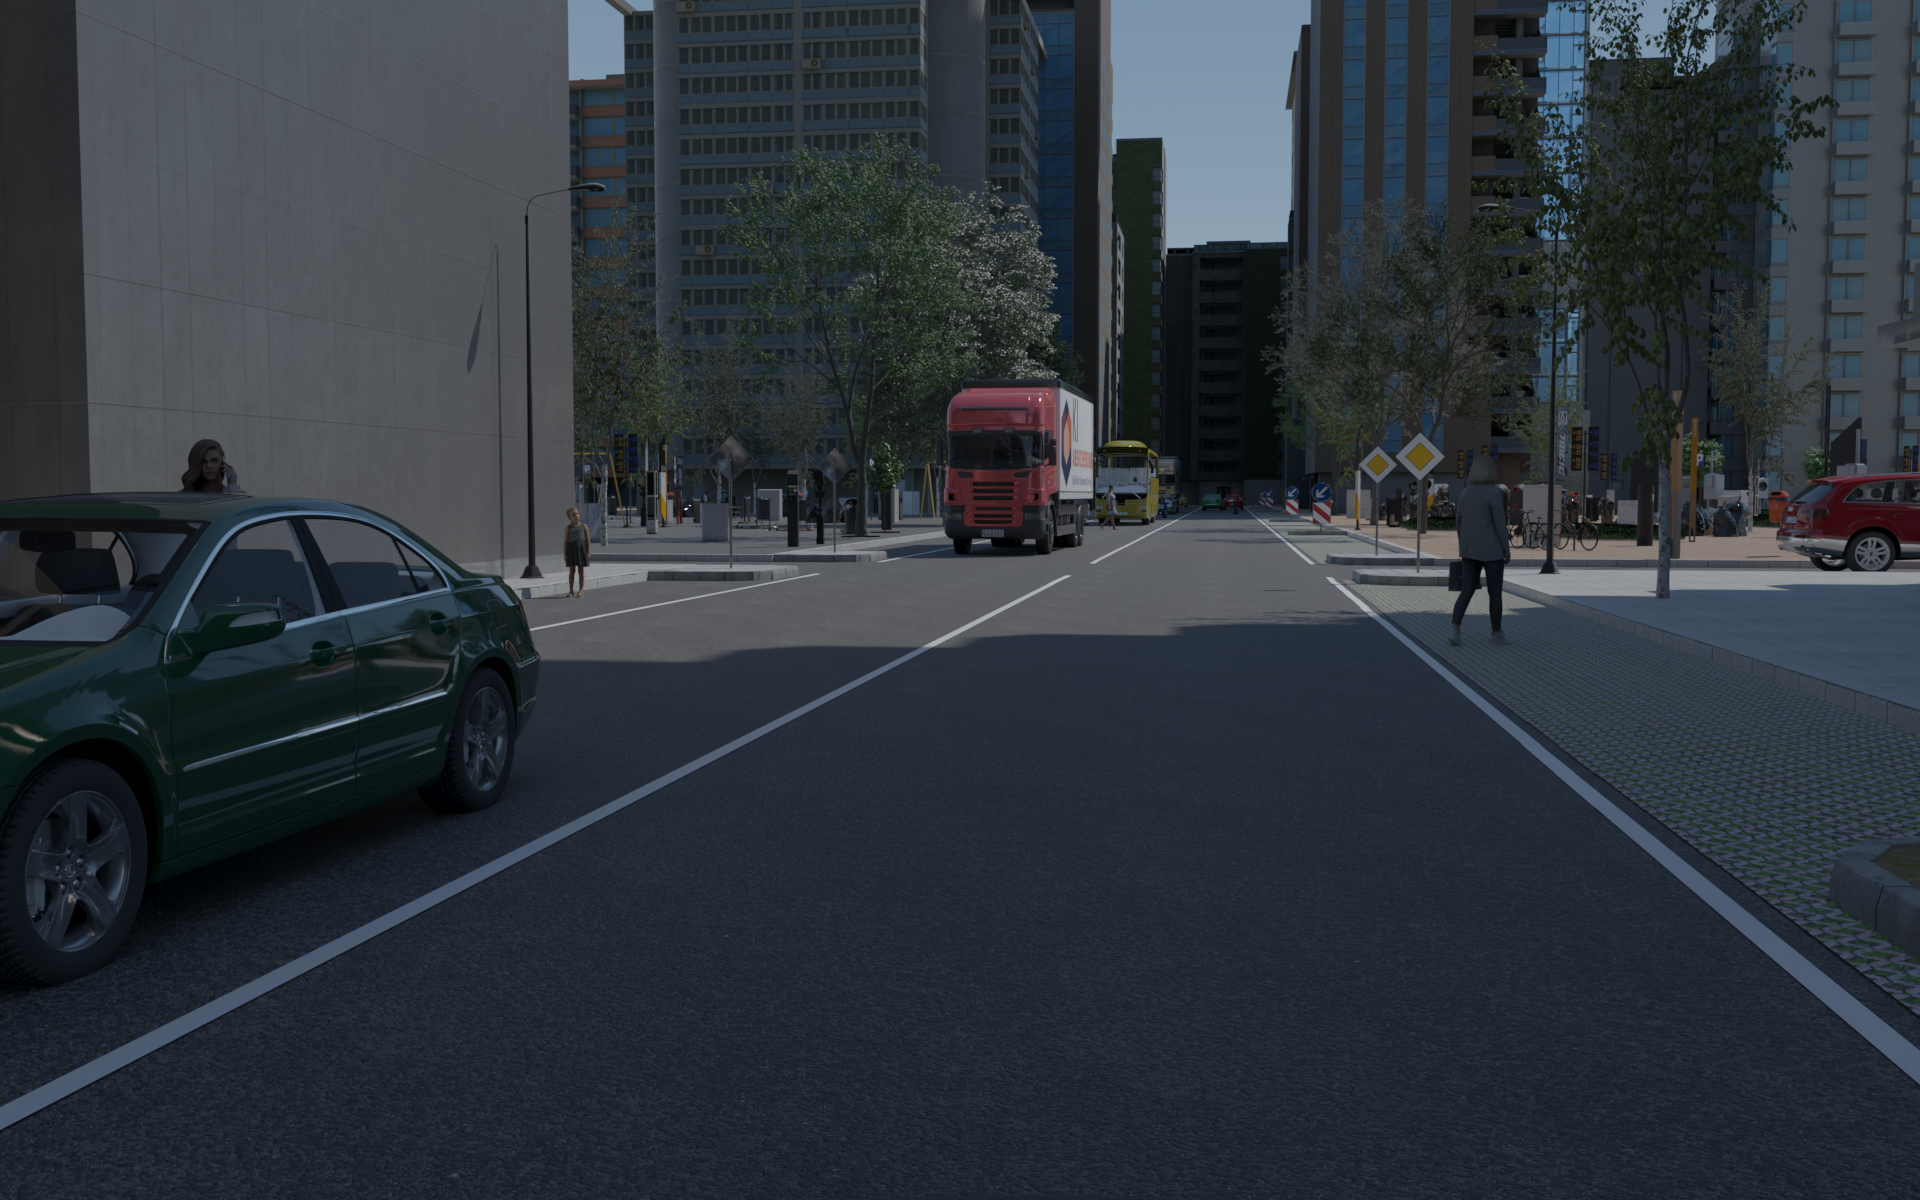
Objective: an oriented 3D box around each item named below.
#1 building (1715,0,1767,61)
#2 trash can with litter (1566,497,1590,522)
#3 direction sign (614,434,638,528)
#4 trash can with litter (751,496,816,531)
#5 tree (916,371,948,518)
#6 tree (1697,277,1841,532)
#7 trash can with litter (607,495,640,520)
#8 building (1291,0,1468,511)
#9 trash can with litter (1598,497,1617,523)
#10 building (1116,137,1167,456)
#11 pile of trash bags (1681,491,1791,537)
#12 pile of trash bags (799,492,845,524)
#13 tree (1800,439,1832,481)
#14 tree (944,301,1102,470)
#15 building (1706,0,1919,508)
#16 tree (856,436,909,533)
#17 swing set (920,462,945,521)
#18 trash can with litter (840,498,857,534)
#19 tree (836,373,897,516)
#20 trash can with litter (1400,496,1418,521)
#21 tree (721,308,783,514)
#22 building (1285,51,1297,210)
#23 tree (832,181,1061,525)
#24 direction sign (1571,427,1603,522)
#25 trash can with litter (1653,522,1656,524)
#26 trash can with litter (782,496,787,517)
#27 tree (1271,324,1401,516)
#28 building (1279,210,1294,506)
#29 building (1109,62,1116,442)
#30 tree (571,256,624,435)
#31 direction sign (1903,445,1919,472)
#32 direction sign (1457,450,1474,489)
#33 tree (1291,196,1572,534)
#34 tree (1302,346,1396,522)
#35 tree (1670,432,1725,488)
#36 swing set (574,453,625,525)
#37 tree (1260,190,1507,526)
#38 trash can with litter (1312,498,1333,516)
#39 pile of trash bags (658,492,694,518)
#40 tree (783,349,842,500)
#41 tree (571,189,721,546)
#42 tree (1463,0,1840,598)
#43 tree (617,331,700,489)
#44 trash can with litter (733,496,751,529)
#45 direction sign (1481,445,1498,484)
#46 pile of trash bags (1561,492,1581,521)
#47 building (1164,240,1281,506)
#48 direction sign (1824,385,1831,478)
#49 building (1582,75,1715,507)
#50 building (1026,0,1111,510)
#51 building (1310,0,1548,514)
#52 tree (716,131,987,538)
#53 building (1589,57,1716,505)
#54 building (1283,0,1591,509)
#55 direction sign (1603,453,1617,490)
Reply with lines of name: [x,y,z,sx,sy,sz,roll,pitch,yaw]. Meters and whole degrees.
building: [96.974,-46.126,192.414,20.611,71.187,20.563,1,4,9]
trash can with litter: [25.426,-3.652,71.104,1.055,1.170,0.624,2,4,26]
direction sign: [-12.612,-4.495,65.495,0.876,3.537,0.379,0,4,1]
trash can with litter: [-5.975,-3.023,60.481,2.233,1.210,1.678,0,4,2]
tree: [-1.077,-8.702,92.641,4.360,8.622,3.978,0,3,0]
tree: [27.132,-6.630,58.766,4.360,8.622,3.978,0,3,0]
trash can with litter: [-17.237,-4.653,87.128,2.233,1.210,1.678,1,4,14]
building: [38.539,-31.338,162.489,14.600,45.320,14.200,1,4,9]
trash can with litter: [27.572,-3.783,73.236,1.055,1.170,0.624,0,4,-5]
building: [16.900,-31.742,202.577,14.086,41.232,14.154,1,4,9]
pile of trash bags: [23.283,-2.594,52.169,1.912,1.369,3.447,-3,4,-37]
pile of trash bags: [-6.136,-4.070,76.301,1.912,1.369,3.447,3,5,44]
tree: [51.813,-7.304,103.128,4.285,4.588,4.351,0,3,0]
tree: [3.787,-11.210,100.295,9.611,12.733,9.660,0,3,0]
building: [87.629,-33.319,164.366,30.456,49.044,23.786,1,4,9]
tree: [-2.628,-3.828,57.188,1.663,3.219,1.824,0,3,0]
swing set: [-0.086,-5.263,83.674,3.119,2.851,2.862,-1,4,-15]
trash can with litter: [-3.542,-2.667,54.988,0.624,1.170,1.055,-2,4,-25]
tree: [-5.306,-9.137,99.754,4.737,8.622,4.395,0,3,0]
trash can with litter: [18.670,-3.708,72.008,1.055,1.170,0.624,1,4,13]
tree: [-9.650,-7.285,69.466,4.360,8.622,3.978,0,3,0]
building: [52.432,-37.579,203.650,27.495,52.752,28.713,1,4,9]
tree: [-0.509,-10.067,71.252,9.857,13.997,8.962,0,3,0]
direction sign: [21.009,-4.053,58.266,0.876,3.537,0.379,2,4,26]
trash can with litter: [26.770,-3.414,66.874,1.678,1.210,2.233,2,4,34]
trash can with litter: [-9.619,-5.279,97.698,1.055,1.170,0.624,1,4,11]
tree: [22.374,-10.830,102.832,9.928,11.665,9.643,0,3,0]
building: [40.396,-24.786,176.951,14.160,30.474,14.107,1,4,9]
building: [6.347,-28.993,157.625,14.154,41.232,14.086,1,4,9]
tree: [-14.483,-7.483,56.756,7.601,10.594,8.767,0,4,6]
direction sign: [44.436,-5.444,81.011,0.379,3.537,0.876,-1,4,-14]
direction sign: [25.822,-5.905,88.544,0.876,3.537,0.379,3,5,44]
tree: [14.816,-7.387,55.185,8.767,10.594,7.601,1,4,10]
tree: [18.172,-7.912,79.729,4.737,8.622,4.395,0,3,0]
tree: [37.534,-6.436,88.946,4.285,4.588,4.351,0,3,0]
swing set: [-14.847,-4.203,66.343,3.119,2.851,2.862,1,4,13]
tree: [17.021,-9.787,70.380,12.009,13.543,11.850,0,3,0]
trash can with litter: [20.262,-5.226,96.831,1.055,1.170,0.624,0,4,-7]
pile of trash bags: [-15.804,-5.248,95.550,1.912,1.369,3.447,-1,4,-17]
tree: [-8.091,-8.371,87.226,4.360,8.622,3.978,0,3,0]
tree: [-8.733,-5.651,42.759,4.360,8.622,3.978,0,3,0]
tree: [8.445,-4.330,21.163,4.737,8.622,4.395,0,3,0]
tree: [-13.960,-7.846,78.651,4.737,8.622,4.395,0,3,0]
trash can with litter: [-7.590,-3.236,63.967,2.233,1.210,1.678,1,4,16]
direction sign: [24.499,-5.392,80.158,0.379,3.537,0.876,-3,5,-39]
pile of trash bags: [26.326,-4.116,77.056,3.447,1.369,1.912,-2,4,-32]
building: [30.786,-26.224,200.468,14.107,30.474,14.160,1,4,9]
direction sign: [18.212,-2.717,36.426,0.379,3.537,0.876,1,4,22]
building: [65.621,-29.908,172.596,14.086,41.232,14.154,1,4,9]
building: [5.013,-30.172,143.422,14.600,45.320,14.200,1,4,9]
building: [30.920,-28.562,117.104,14.600,45.320,14.200,1,4,9]
tree: [-3.033,-7.664,51.059,9.928,11.665,9.643,0,3,0]
building: [76.123,-35.025,196.367,21.600,48.544,21.300,1,4,9]
building: [38.112,-50.508,138.472,22.319,86.520,31.000,1,4,9]
direction sign: [36.038,-6.379,96.297,0.876,3.537,0.379,0,4,4]
